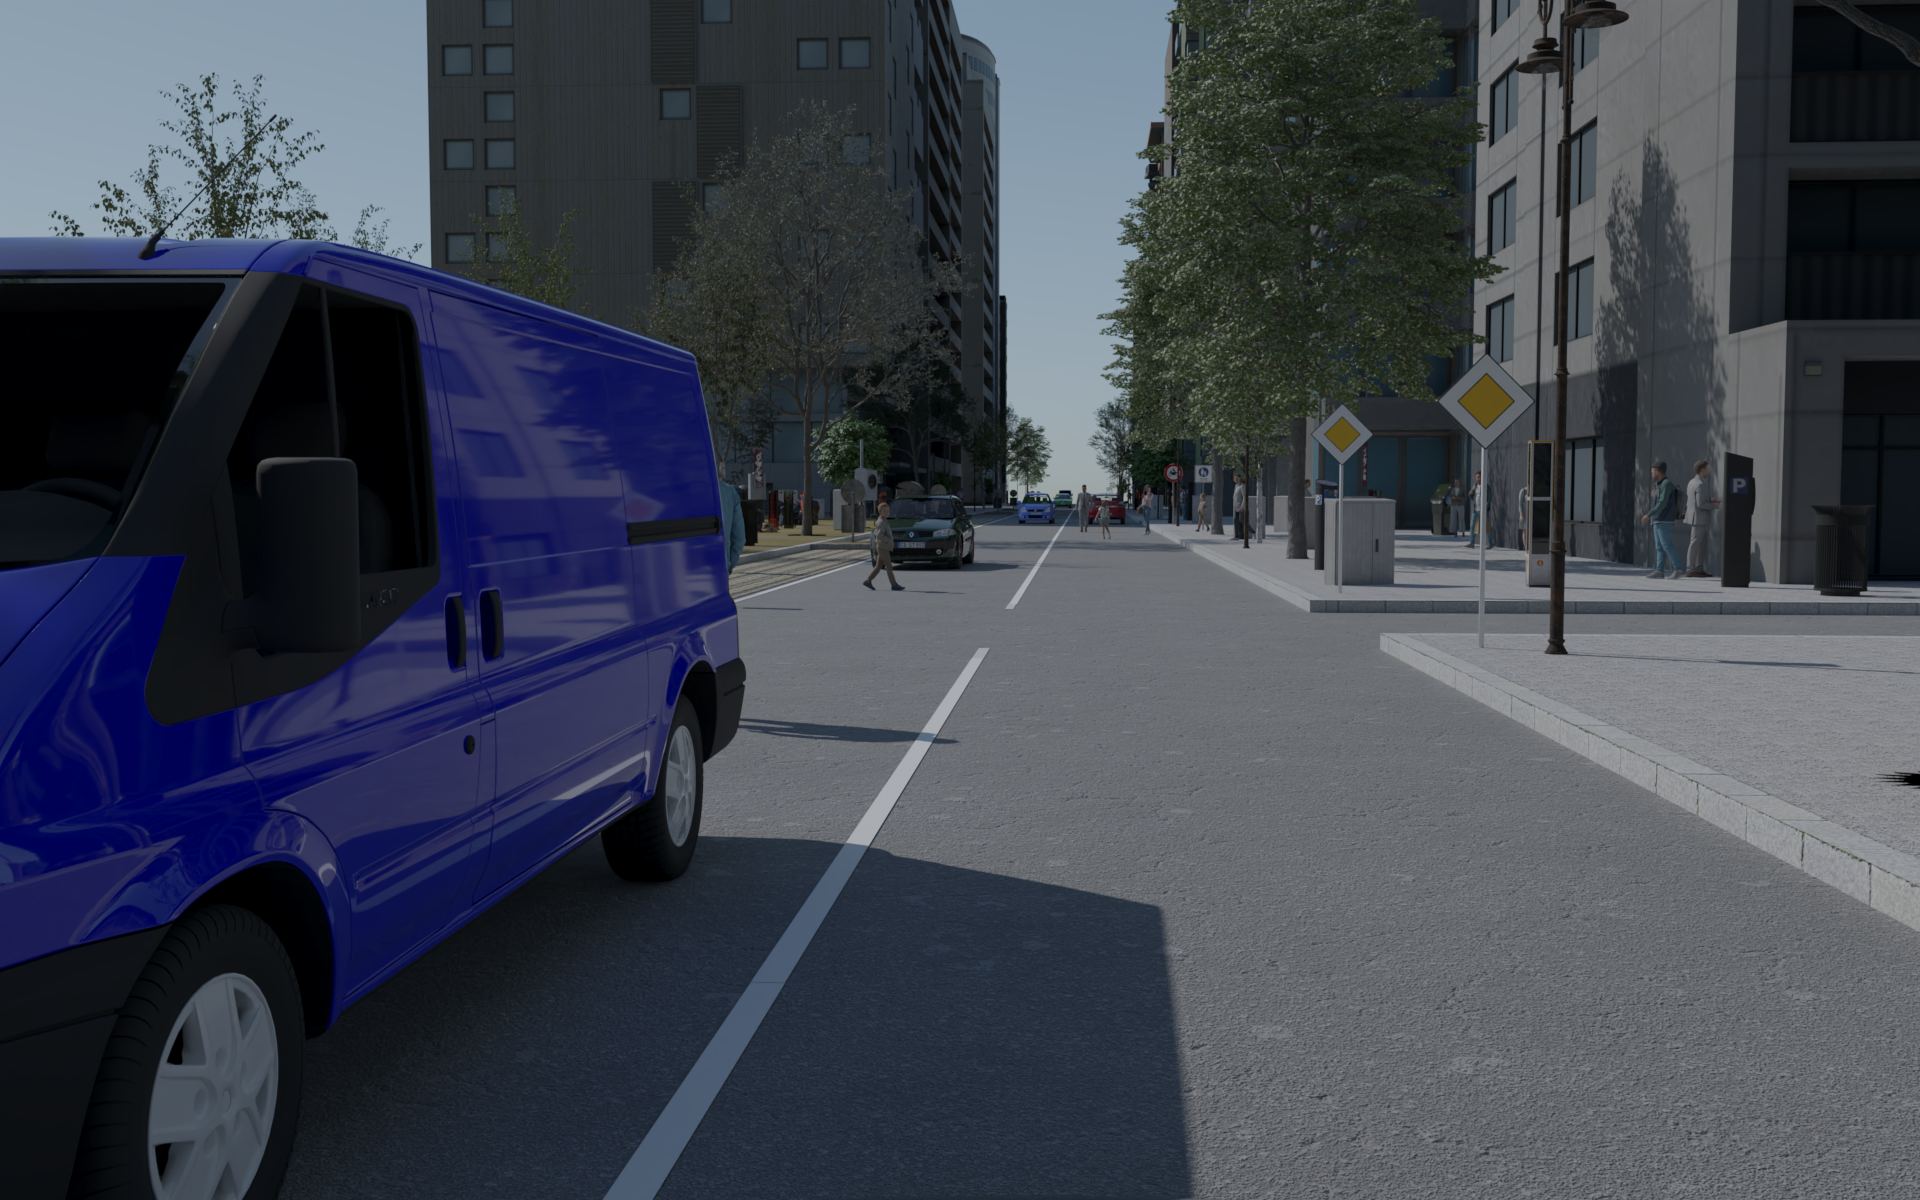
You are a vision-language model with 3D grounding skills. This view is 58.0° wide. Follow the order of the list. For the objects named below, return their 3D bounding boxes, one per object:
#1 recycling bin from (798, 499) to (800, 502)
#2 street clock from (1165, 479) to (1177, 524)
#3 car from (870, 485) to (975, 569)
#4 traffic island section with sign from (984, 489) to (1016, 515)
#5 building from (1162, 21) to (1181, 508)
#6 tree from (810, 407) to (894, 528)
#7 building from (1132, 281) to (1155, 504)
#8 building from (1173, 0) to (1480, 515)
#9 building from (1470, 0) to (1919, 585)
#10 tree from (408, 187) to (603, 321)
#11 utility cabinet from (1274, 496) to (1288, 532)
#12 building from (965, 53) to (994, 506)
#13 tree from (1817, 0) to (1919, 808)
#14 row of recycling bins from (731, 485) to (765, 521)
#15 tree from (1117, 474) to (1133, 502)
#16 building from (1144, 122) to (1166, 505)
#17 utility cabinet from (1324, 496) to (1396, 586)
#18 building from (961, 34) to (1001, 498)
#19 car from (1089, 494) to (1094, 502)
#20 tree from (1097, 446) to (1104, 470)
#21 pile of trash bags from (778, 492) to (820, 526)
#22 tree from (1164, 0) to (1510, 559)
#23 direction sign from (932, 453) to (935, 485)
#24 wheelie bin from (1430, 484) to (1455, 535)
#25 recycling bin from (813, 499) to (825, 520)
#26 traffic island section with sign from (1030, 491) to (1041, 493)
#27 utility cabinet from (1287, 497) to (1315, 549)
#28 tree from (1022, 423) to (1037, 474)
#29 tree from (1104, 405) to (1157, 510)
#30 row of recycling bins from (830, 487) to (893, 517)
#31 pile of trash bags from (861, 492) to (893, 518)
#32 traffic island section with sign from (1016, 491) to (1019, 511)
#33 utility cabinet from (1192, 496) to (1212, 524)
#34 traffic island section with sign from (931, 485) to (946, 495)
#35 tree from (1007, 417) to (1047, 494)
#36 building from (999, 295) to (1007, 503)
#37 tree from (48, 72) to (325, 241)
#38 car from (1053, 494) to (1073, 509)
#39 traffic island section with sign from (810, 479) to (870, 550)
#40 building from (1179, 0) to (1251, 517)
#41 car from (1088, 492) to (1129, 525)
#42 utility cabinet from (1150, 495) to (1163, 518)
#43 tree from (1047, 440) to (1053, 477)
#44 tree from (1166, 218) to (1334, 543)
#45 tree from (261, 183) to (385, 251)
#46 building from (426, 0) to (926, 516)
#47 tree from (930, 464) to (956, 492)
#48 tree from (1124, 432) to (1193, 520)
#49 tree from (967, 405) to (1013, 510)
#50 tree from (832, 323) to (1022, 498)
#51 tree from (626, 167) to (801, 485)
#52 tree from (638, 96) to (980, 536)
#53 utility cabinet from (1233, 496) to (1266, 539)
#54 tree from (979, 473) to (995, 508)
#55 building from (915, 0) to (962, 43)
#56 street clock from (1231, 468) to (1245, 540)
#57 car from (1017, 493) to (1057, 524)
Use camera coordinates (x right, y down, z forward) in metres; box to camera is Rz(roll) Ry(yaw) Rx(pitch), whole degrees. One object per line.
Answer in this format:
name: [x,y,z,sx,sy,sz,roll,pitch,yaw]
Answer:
recycling bin: [-7.950,-4.206,81.325,0.722,1.027,0.722,-1,4,-23]
street clock: [9.185,-4.333,75.413,0.471,2.002,0.358,-1,4,-18]
car: [-0.705,-1.504,34.382,2.009,1.686,4.222,0,4,6]
traffic island section with sign: [2.738,-6.954,122.322,1.989,1.847,2.006,0,4,4]
building: [26.254,-31.295,161.786,14.600,45.320,14.200,0,4,4]
tree: [-4.178,-4.990,65.307,4.285,4.588,4.351,0,3,0]
building: [29.301,-27.649,223.768,14.160,30.474,14.107,0,4,4]
building: [28.766,-31.772,139.082,23.786,49.044,30.456,0,4,4]
building: [22.638,-36.305,31.845,20.611,71.187,20.563,0,4,4]
tree: [-10.232,-5.575,41.521,4.737,8.622,4.395,0,3,0]
utility cabinet: [10.993,-2.872,58.111,0.306,1.237,1.020,-3,4,-37]
building: [-7.403,-34.968,195.421,21.300,48.544,21.600,0,4,4]
tree: [4.488,-4.979,7.167,9.928,11.665,9.643,0,3,0]
row of recycling bins: [-10.031,-4.368,78.537,1.069,1.692,3.534,2,4,25]
tree: [15.927,-10.618,168.208,1.663,3.219,1.824,0,3,0]
building: [32.567,-33.408,200.841,22.147,44.769,28.867,0,4,4]
utility cabinet: [5.675,-0.820,24.561,1.020,1.237,0.306,-1,4,-23]
building: [-6.118,-41.522,220.880,21.231,58.520,28.212,0,4,4]
car: [17.400,-13.703,232.832,1.959,1.807,4.718,0,4,6]
tree: [15.893,-12.988,162.716,4.360,8.622,3.978,0,3,0]
pile of trash bags: [-6.679,-3.762,71.256,1.912,1.369,3.447,-1,4,-20]
tree: [6.887,-7.063,33.602,7.486,12.596,7.792,0,3,0]
direction sign: [-1.471,-6.351,95.833,0.379,3.537,0.876,-1,4,-10]
wheelie bin: [15.165,-2.830,54.182,0.693,1.594,0.980,-1,4,-19]
recycling bin: [-7.188,-4.559,87.094,0.722,1.027,0.722,0,4,-8]
traffic island section with sign: [10.588,-13.668,232.106,1.989,1.847,2.006,0,4,4]
utility cabinet: [8.126,-1.789,40.418,1.020,1.237,0.306,-3,5,-43]
tree: [4.273,-14.652,173.964,7.601,10.594,8.767,0,4,3]
tree: [13.609,-11.343,135.826,4.360,8.622,3.978,0,3,0]
row of recycling bins: [-5.479,-5.472,96.572,3.534,1.692,1.069,-1,4,-17]
pile of trash bags: [-4.452,-5.088,92.948,1.912,1.369,3.447,-1,4,-16]
traffic island section with sign: [4.685,-8.620,149.571,1.989,1.847,2.006,0,4,4]
utility cabinet: [10.612,-3.913,75.138,1.020,1.237,0.306,1,4,22]
traffic island section with sign: [-0.854,-3.878,72.026,1.989,1.847,2.006,0,4,4]
tree: [9.931,-20.597,254.883,7.486,12.596,7.792,0,3,0]
building: [-0.715,-28.797,242.525,14.160,30.474,14.107,0,4,4]
tree: [-12.991,-4.867,29.935,4.737,8.622,4.395,0,3,0]
car: [10.064,-9.865,170.086,1.959,1.807,4.718,0,4,3]
traffic island section with sign: [-2.784,-2.233,45.139,1.989,1.847,2.006,0,4,4]
building: [21.915,-26.540,117.522,14.154,41.232,14.086,0,4,4]
car: [7.022,-4.521,82.962,2.155,1.783,4.494,0,4,5]
utility cabinet: [10.384,-4.991,92.765,1.020,1.237,0.306,3,5,41]
tree: [7.793,-8.322,54.194,7.486,12.596,7.792,0,3,0]
tree: [7.569,-5.783,44.922,4.360,8.622,3.978,0,3,0]
tree: [-14.887,-5.544,41.002,4.360,8.622,3.978,0,3,0]
building: [-16.730,-32.014,112.669,28.713,52.752,27.495,0,4,4]
tree: [-1.186,-7.206,112.423,1.663,3.219,1.824,0,3,0]
tree: [10.108,-6.362,87.732,4.285,4.588,4.351,0,3,0]
tree: [2.020,-11.589,139.838,4.737,8.622,4.395,0,3,0]
tree: [-2.337,-9.494,89.641,7.601,10.594,8.767,2,4,30]
tree: [-5.515,-5.451,39.489,4.360,8.622,3.978,0,3,0]
tree: [-4.582,-8.719,52.919,12.009,13.543,11.850,0,3,0]
utility cabinet: [8.340,-2.366,49.849,1.020,1.237,0.306,-2,4,-34]
tree: [2.598,-10.232,161.896,1.663,3.219,1.824,0,3,0]
building: [-11.149,-32.714,158.578,21.300,48.544,21.600,0,4,4]
street clock: [7.889,-2.705,48.803,0.471,2.002,0.358,3,5,42]
car: [3.753,-4.577,84.429,1.945,1.707,3.694,0,4,5]
